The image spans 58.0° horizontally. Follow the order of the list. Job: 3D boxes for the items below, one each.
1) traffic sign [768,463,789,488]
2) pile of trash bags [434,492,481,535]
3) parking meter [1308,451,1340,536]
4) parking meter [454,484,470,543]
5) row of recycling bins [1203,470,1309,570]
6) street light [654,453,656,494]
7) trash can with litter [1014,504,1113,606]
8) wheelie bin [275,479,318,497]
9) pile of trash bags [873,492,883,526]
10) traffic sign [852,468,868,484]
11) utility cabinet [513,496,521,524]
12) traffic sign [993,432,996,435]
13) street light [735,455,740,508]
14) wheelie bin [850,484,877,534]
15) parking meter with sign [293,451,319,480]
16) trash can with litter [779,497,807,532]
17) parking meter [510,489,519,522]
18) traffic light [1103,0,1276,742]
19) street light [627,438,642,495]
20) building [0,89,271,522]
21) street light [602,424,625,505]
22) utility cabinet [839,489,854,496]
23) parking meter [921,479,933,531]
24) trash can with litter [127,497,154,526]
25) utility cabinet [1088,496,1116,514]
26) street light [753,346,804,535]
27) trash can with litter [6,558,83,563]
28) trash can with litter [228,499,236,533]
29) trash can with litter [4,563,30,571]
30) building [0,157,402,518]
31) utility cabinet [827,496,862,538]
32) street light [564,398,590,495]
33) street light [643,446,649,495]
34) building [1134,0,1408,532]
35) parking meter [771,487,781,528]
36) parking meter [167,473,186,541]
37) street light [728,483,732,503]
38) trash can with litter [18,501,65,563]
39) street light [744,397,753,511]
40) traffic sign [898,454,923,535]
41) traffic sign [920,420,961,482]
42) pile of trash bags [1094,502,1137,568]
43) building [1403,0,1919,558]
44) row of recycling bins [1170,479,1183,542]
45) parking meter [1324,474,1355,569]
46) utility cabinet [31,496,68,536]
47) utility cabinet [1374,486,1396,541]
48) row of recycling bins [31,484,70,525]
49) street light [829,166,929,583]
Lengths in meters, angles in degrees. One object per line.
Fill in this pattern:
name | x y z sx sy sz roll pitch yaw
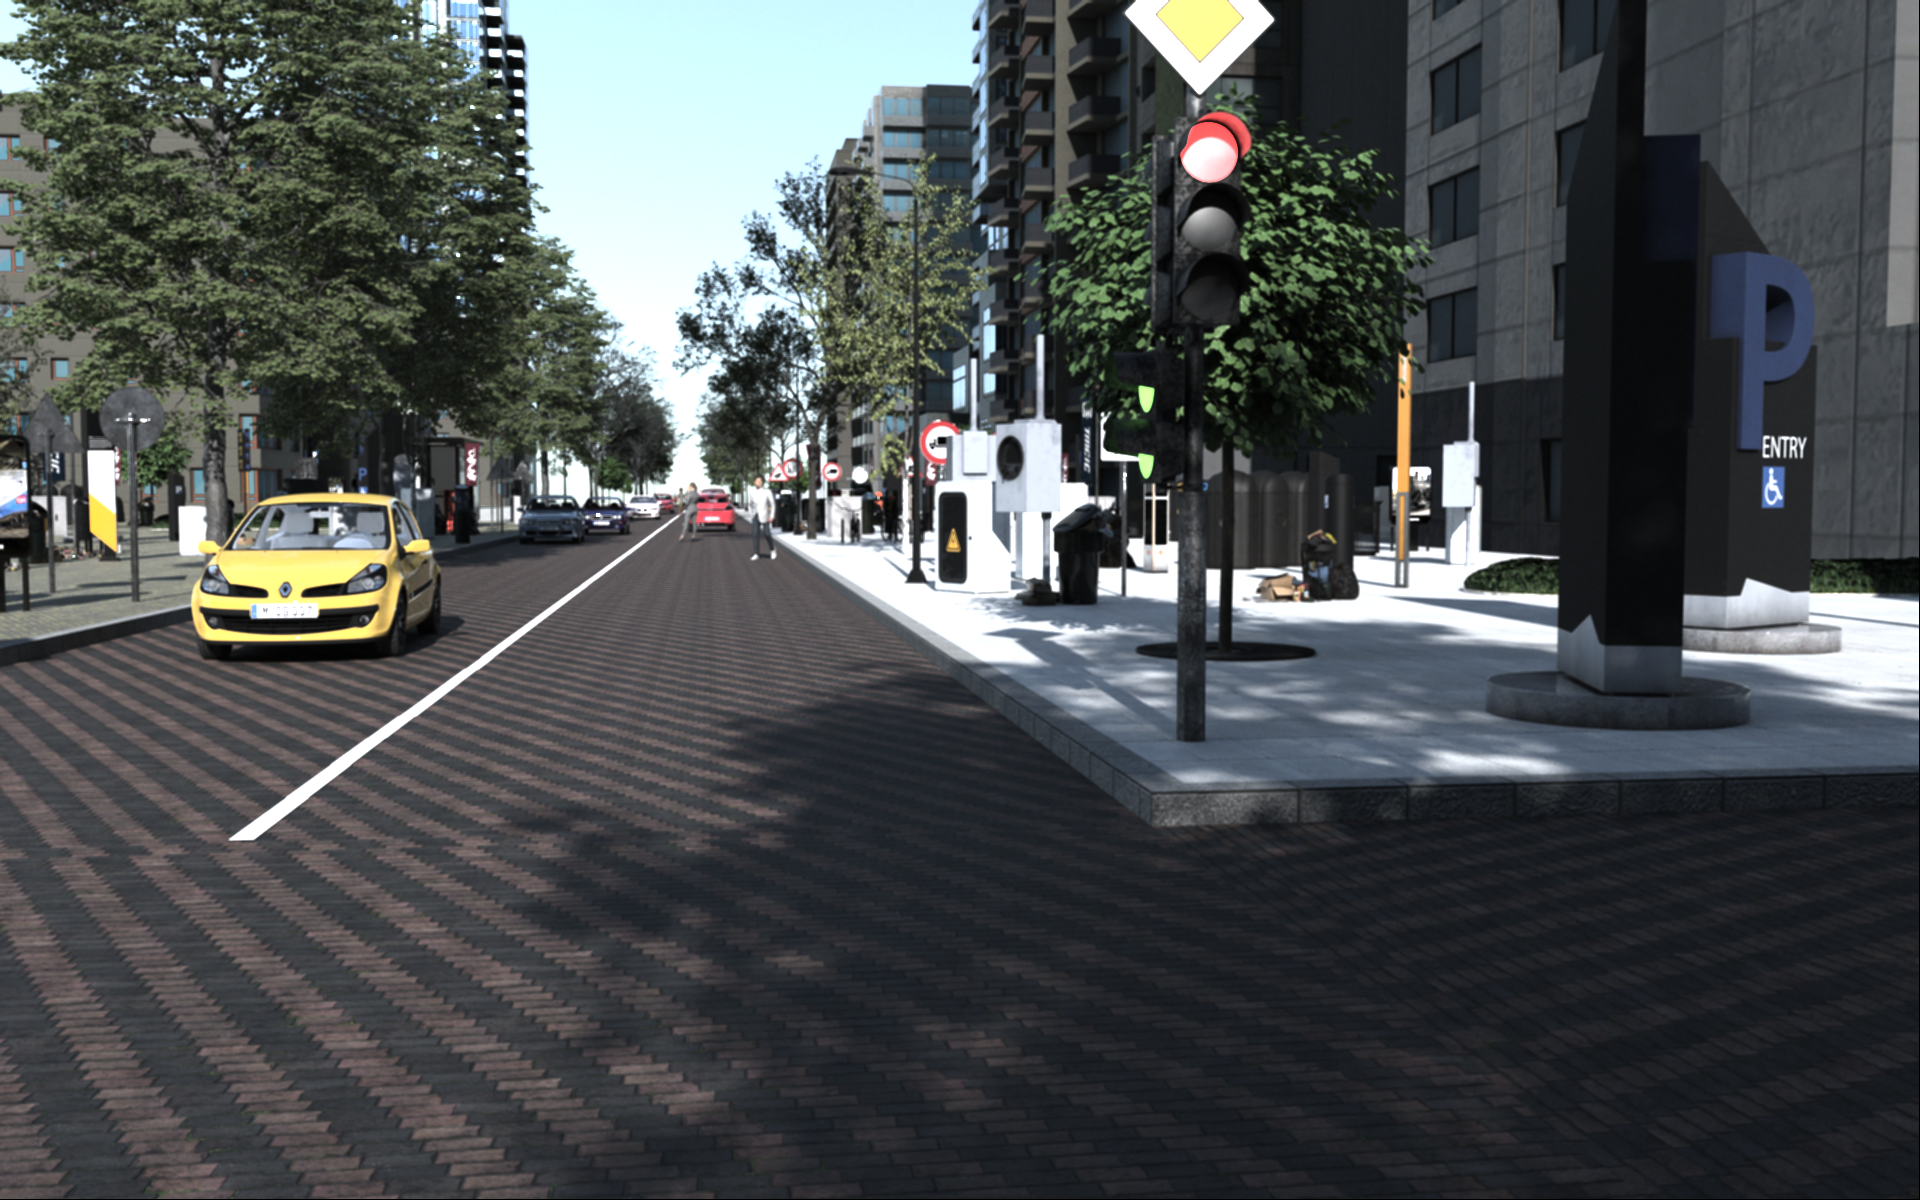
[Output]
traffic sign | -7.553 -4.409 72.098 0.884 2.594 0.081 0 4 -5
pile of trash bags | -16.283 -2.793 55.420 1.912 1.369 3.447 0 4 -8
parking meter | 5.010 -1.109 23.836 0.399 1.863 0.255 -2 4 -33
parking meter | -13.033 -2.258 45.337 0.372 1.533 0.369 0 3 0
row of recycling bins | 5.607 -1.441 30.681 1.069 1.692 3.534 3 5 42
street light | -34.652 -13.600 194.908 1.470 5.913 1.316 -1 4 -8
trash can with litter | 1.199 -0.530 20.053 1.055 1.170 0.624 -2 4 -29
wheelie bin | -13.528 -1.681 35.389 0.693 1.594 0.980 3 5 42
pile of trash bags | -3.258 -3.802 71.920 1.912 1.369 3.447 -1 4 -9
traffic sign | -4.806 -5.083 83.215 0.768 2.556 0.104 0 4 -8
utility cabinet | -18.941 -3.847 74.058 0.306 1.237 1.020 -1 4 -17
traffic sign | 0.917 -2.014 33.035 0.768 2.556 0.104 0 4 -4
street light | -12.086 -7.732 98.951 1.470 5.913 1.316 -1 4 -8
wheelie bin | -3.120 -2.918 55.616 0.980 1.594 0.693 1 4 23
parking meter with sign | -25.917 -4.398 68.170 0.543 3.016 1.738 1 4 10
trash can with litter | -5.600 -2.887 58.584 1.055 1.170 0.624 2 4 35
parking meter | -20.615 -4.391 80.197 0.372 1.533 0.369 0 3 0
traffic light | 1.184 -1.223 8.909 0.839 4.253 0.868 -1 4 -8
street light | -27.311 -10.449 143.390 1.470 5.913 1.316 -1 4 -8
building | -48.299 -15.131 92.432 27.650 21.520 28.899 -1 4 -8
street light | -22.920 -8.632 113.668 1.470 5.913 1.316 -1 4 -8
utility cabinet | -4.855 -4.213 77.558 0.318 1.500 1.173 3 5 45
parking meter | -1.138 -3.336 60.263 0.255 1.863 0.399 -2 4 -35
trash can with litter | -32.492 -3.500 68.618 1.055 1.170 0.624 0 4 6
utility cabinet | 3.970 -2.340 49.417 1.020 1.237 0.306 -3 4 -36
street light | -5.604 -4.982 53.992 1.470 5.913 1.316 -1 4 -8
trash can with litter | -17.834 -1.442 34.639 1.678 1.210 2.233 0 4 1
trash can with litter | -20.768 -2.290 48.830 0.624 1.170 1.055 -1 4 -19
trash can with litter | -16.350 -1.082 28.747 1.678 1.210 2.233 1 4 9
building | -53.385 -16.869 120.849 27.650 21.520 28.899 -1 4 -8
utility cabinet | -3.408 -2.443 51.103 1.020 1.237 0.306 -2 4 -29
street light | -18.542 -6.795 83.638 1.470 5.913 1.316 -1 4 -8
street light | -30.421 -11.807 165.578 1.470 5.913 1.316 -1 4 -8
building | 13.598 -17.925 64.772 14.160 30.474 14.107 -1 4 -8
parking meter | -6.990 -3.518 65.936 0.372 1.533 0.369 0 3 0
parking meter | -21.449 -2.553 47.449 0.255 1.863 0.399 2 4 34
street light | -16.459 -9.577 129.132 1.470 5.913 1.316 -1 4 -8
trash can with litter | -17.121 -1.267 32.095 0.624 1.170 1.055 0 4 2
street light | -9.667 -6.773 83.272 1.470 5.913 1.316 -1 4 -8
traffic sign | -1.582 -3.292 53.829 0.884 2.594 0.081 0 4 -7
traffic sign | -0.316 -1.824 29.934 0.768 2.556 0.104 0 4 -4
pile of trash bags | 2.002 -1.322 31.374 1.912 1.369 3.447 0 4 -6
building | 22.598 -36.361 32.760 20.611 71.187 20.563 -1 4 -8
row of recycling bins | 6.984 -2.375 45.948 1.069 1.692 3.534 -3 5 -39
parking meter | 4.846 -0.840 22.149 0.372 1.533 0.369 0 3 0
utility cabinet | -28.277 -2.602 53.712 0.306 1.237 1.020 3 5 43
utility cabinet | 11.641 -2.309 46.434 0.318 1.500 1.173 -3 4 -36
row of recycling bins | -37.749 -3.894 70.778 3.534 1.692 1.069 -3 4 -37
street light | -1.164 -3.194 24.766 1.470 5.913 1.316 -1 4 -8
